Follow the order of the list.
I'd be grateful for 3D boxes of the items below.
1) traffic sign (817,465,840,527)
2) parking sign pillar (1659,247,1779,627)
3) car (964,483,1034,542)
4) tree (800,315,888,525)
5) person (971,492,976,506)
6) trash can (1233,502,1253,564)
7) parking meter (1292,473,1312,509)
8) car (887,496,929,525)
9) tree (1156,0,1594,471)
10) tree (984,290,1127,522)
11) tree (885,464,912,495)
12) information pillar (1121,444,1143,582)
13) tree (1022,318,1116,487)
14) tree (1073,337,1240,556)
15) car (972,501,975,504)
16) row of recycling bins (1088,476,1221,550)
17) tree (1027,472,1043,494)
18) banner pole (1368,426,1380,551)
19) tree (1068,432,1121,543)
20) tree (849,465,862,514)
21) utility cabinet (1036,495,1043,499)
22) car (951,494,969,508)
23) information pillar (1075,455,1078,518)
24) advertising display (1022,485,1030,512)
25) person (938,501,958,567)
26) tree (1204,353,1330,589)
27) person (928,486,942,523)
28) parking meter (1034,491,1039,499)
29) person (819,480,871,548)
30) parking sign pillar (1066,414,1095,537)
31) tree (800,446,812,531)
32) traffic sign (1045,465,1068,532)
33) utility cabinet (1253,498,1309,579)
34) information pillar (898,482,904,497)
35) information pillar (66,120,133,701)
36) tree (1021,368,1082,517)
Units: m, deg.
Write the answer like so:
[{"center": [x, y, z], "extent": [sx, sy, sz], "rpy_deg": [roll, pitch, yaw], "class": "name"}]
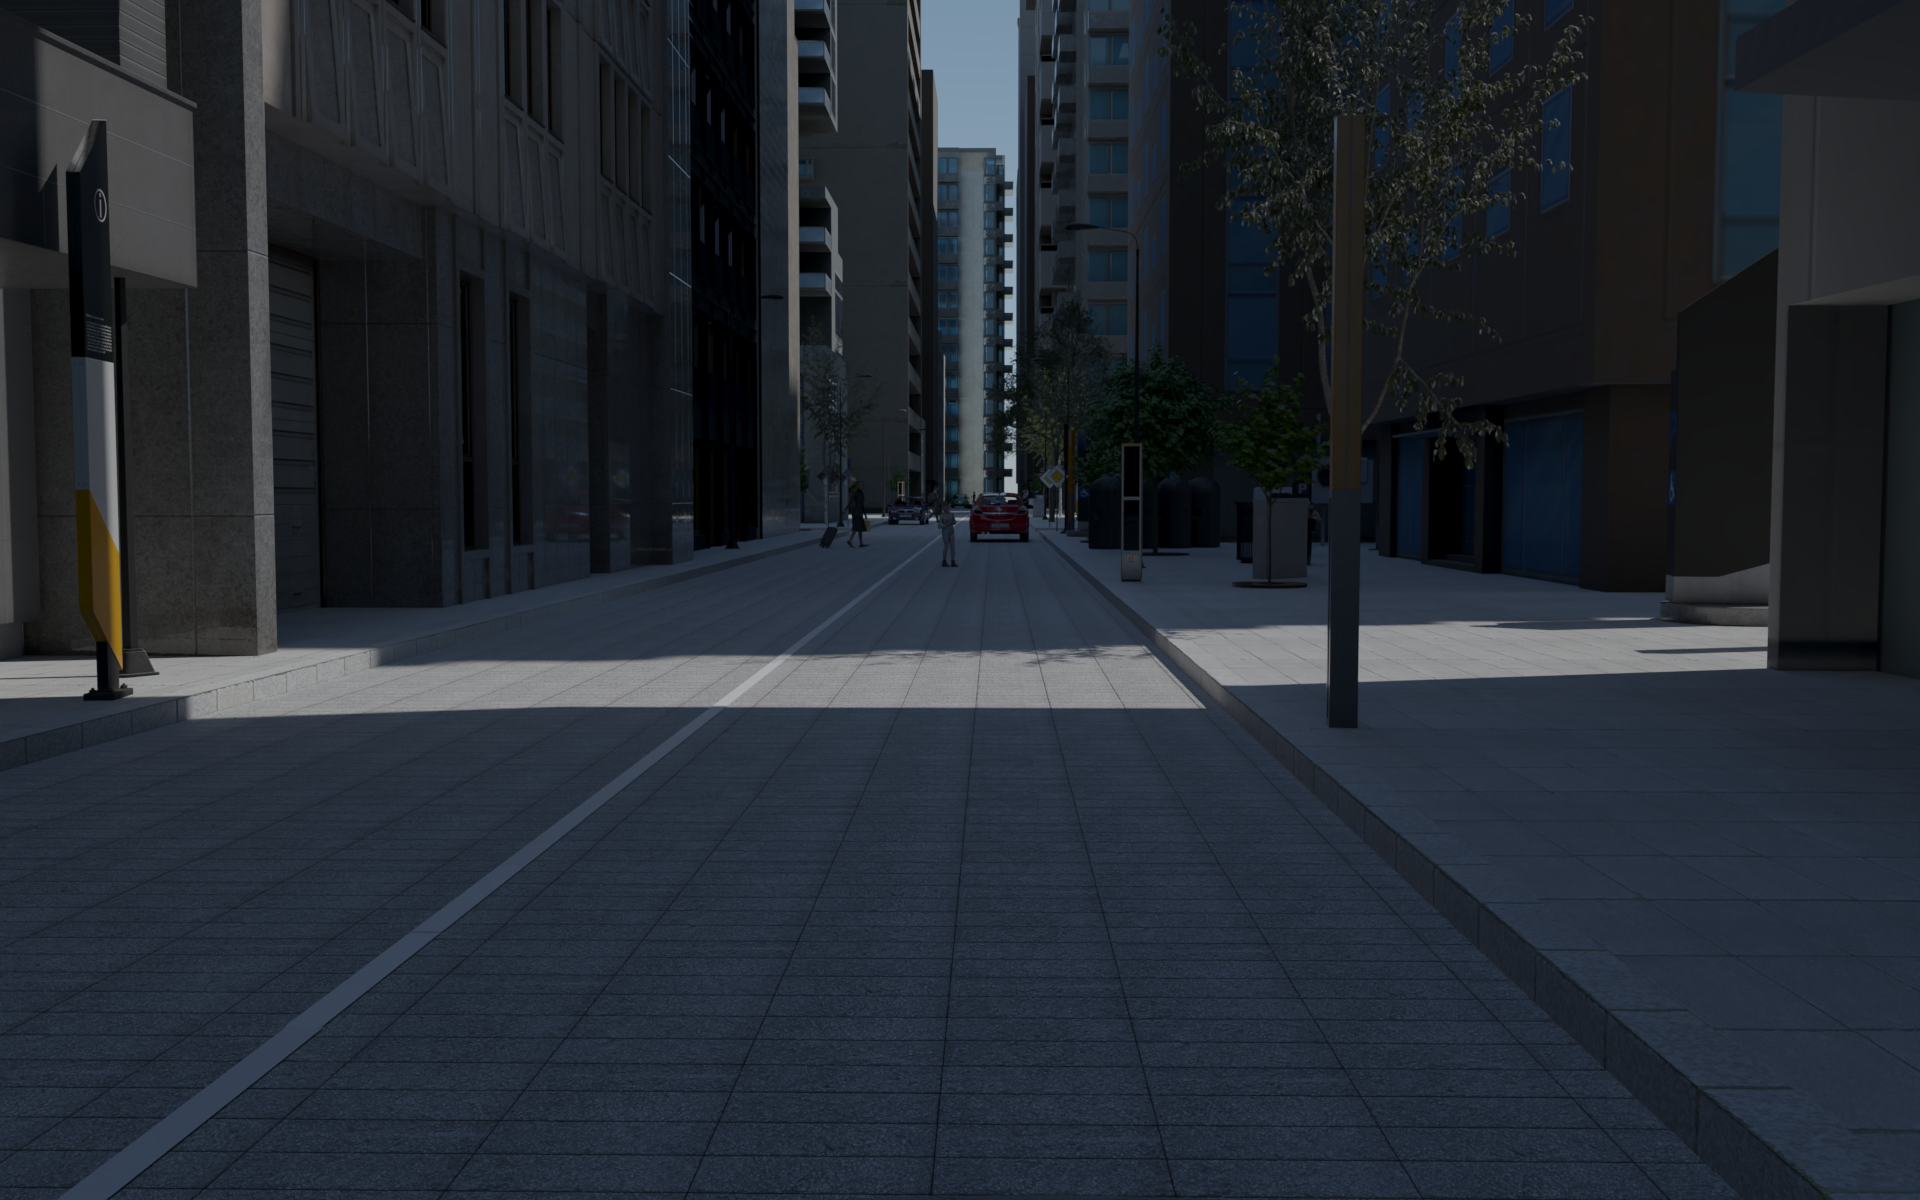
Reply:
[{"center": [-4.523, -3.415, 59.474], "extent": [0.795, 2.450, 0.064], "rpy_deg": [0, 4, 1], "class": "traffic sign"}, {"center": [7.828, -1.765, 17.336], "extent": [1.447, 3.967, 1.447], "rpy_deg": [1, 4, 12], "class": "parking sign pillar"}, {"center": [1.196, -2.696, 53.119], "extent": [2.155, 1.783, 4.494], "rpy_deg": [0, 4, 1], "class": "car"}, {"center": [-5.346, -7.449, 72.151], "extent": [4.360, 8.622, 3.978], "rpy_deg": [0, 3, 0], "class": "tree"}, {"center": [1.610, -12.084, 206.904], "extent": [0.721, 1.723, 1.217], "rpy_deg": [2, 4, 28], "class": "person"}, {"center": [5.441, -1.254, 32.152], "extent": [0.748, 1.137, 0.748], "rpy_deg": [0, 3, 0], "class": "trash can"}, {"center": [7.013, -1.826, 35.567], "extent": [0.399, 1.863, 0.255], "rpy_deg": [1, 4, 10], "class": "parking meter"}, {"center": [-2.413, -4.232, 81.769], "extent": [1.945, 1.354, 3.894], "rpy_deg": [0, 4, 3], "class": "car"}, {"center": [3.948, -4.108, 17.521], "extent": [4.360, 8.622, 3.978], "rpy_deg": [0, 3, 0], "class": "tree"}, {"center": [4.511, -8.847, 79.063], "extent": [7.601, 10.594, 8.767], "rpy_deg": [1, 4, 22], "class": "tree"}, {"center": [-4.080, -7.196, 112.249], "extent": [1.663, 3.219, 1.824], "rpy_deg": [0, 3, 0], "class": "tree"}, {"center": [2.518, -1.277, 25.369], "extent": [0.304, 2.012, 0.304], "rpy_deg": [1, 4, 8], "class": "information pillar"}, {"center": [4.801, -7.423, 71.728], "extent": [4.360, 8.622, 3.978], "rpy_deg": [0, 3, 0], "class": "tree"}, {"center": [4.058, -3.226, 36.462], "extent": [4.285, 4.588, 4.351], "rpy_deg": [0, 3, 0], "class": "tree"}, {"center": [1.669, -4.938, 92.534], "extent": [2.131, 1.459, 4.920], "rpy_deg": [0, 4, 3], "class": "car"}, {"center": [4.672, -2.075, 41.043], "extent": [3.534, 1.692, 1.069], "rpy_deg": [-2, 4, -28], "class": "row of recycling bins"}, {"center": [6.534, -9.262, 146.035], "extent": [1.663, 3.219, 1.824], "rpy_deg": [0, 3, 0], "class": "tree"}, {"center": [9.664, -3.011, 39.246], "extent": [0.401, 3.779, 0.863], "rpy_deg": [-3, 4, -36], "class": "banner pole"}, {"center": [3.623, -3.128, 45.750], "extent": [1.663, 3.219, 1.824], "rpy_deg": [0, 3, 0], "class": "tree"}, {"center": [-7.196, -7.229, 112.802], "extent": [1.663, 3.219, 1.824], "rpy_deg": [0, 3, 0], "class": "tree"}, {"center": [5.124, -6.118, 111.195], "extent": [0.306, 1.237, 1.020], "rpy_deg": [0, 4, -6], "class": "utility cabinet"}, {"center": [0.022, -10.286, 176.972], "extent": [1.959, 1.807, 4.718], "rpy_deg": [0, 4, 2], "class": "car"}, {"center": [6.381, -6.145, 91.827], "extent": [0.504, 3.616, 0.183], "rpy_deg": [0, 4, -7], "class": "information pillar"}, {"center": [4.562, -6.993, 119.541], "extent": [0.123, 1.923, 0.974], "rpy_deg": [-2, 4, -26], "class": "advertising display"}, {"center": [-0.214, -1.300, 34.039], "extent": [0.394, 1.301, 0.425], "rpy_deg": [3, 5, 41], "class": "person"}, {"center": [4.411, -1.788, 23.835], "extent": [1.663, 3.219, 1.824], "rpy_deg": [0, 3, 0], "class": "tree"}, {"center": [-1.287, -4.798, 86.912], "extent": [0.822, 1.834, 0.622], "rpy_deg": [0, 4, -2], "class": "person"}, {"center": [5.917, -7.655, 133.568], "extent": [0.372, 1.533, 0.369], "rpy_deg": [0, 3, 0], "class": "parking meter"}, {"center": [-3.061, -2.310, 46.479], "extent": [1.509, 1.804, 0.699], "rpy_deg": [-2, 4, -26], "class": "person"}, {"center": [3.929, -3.902, 52.272], "extent": [1.447, 3.967, 1.447], "rpy_deg": [1, 4, 20], "class": "parking sign pillar"}, {"center": [-5.709, -4.051, 60.828], "extent": [1.663, 3.219, 1.824], "rpy_deg": [0, 3, 0], "class": "tree"}, {"center": [3.319, -3.404, 59.296], "extent": [0.795, 2.450, 0.064], "rpy_deg": [0, 4, 1], "class": "traffic sign"}, {"center": [4.883, -0.934, 26.429], "extent": [1.020, 1.237, 0.306], "rpy_deg": [-3, 5, -42], "class": "utility cabinet"}, {"center": [-3.529, -6.063, 103.621], "extent": [0.304, 2.012, 0.304], "rpy_deg": [1, 4, 16], "class": "information pillar"}, {"center": [-5.354, -1.185, 10.722], "extent": [0.183, 3.616, 0.504], "rpy_deg": [0, 4, -7], "class": "information pillar"}, {"center": [5.431, -8.998, 97.486], "extent": [4.737, 8.622, 4.395], "rpy_deg": [0, 3, 0], "class": "tree"}]
